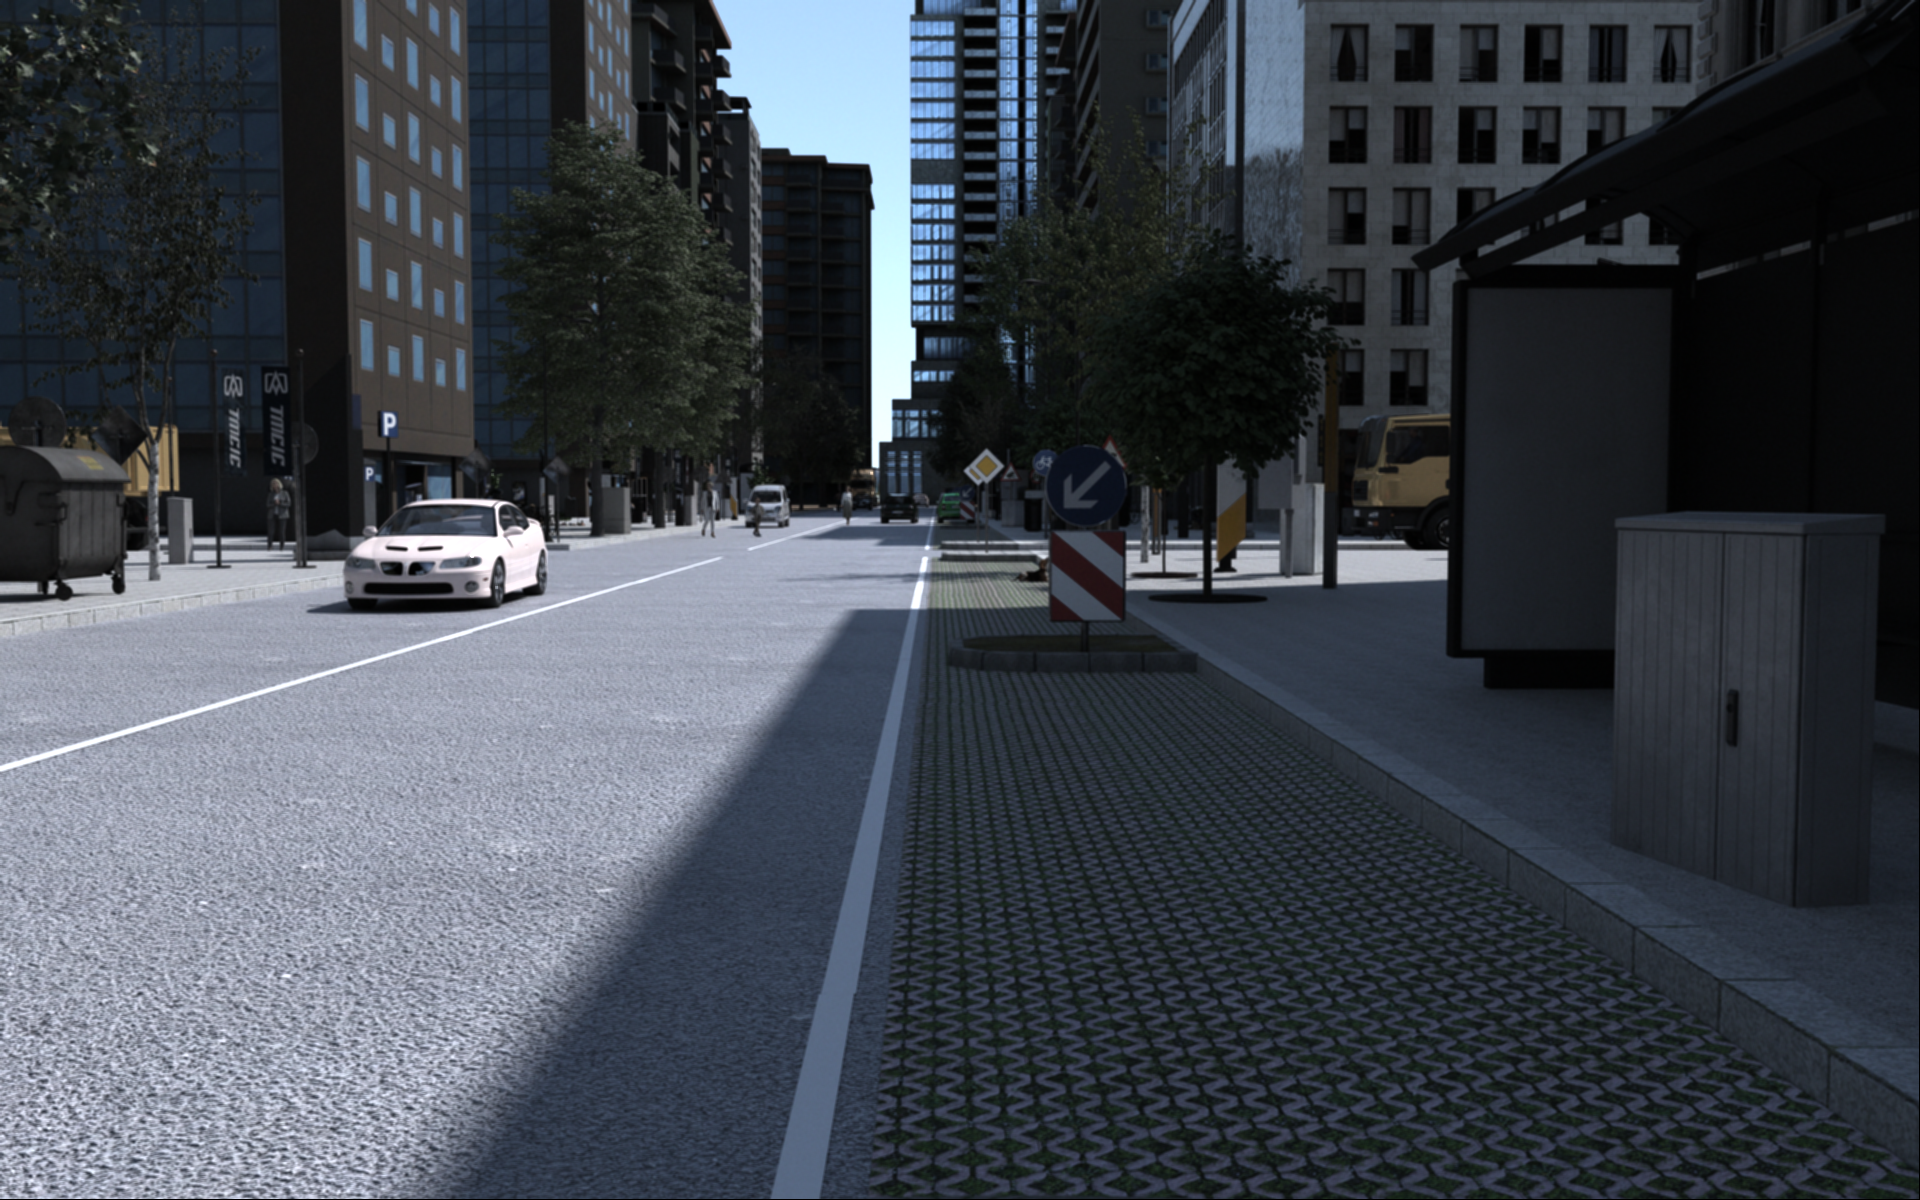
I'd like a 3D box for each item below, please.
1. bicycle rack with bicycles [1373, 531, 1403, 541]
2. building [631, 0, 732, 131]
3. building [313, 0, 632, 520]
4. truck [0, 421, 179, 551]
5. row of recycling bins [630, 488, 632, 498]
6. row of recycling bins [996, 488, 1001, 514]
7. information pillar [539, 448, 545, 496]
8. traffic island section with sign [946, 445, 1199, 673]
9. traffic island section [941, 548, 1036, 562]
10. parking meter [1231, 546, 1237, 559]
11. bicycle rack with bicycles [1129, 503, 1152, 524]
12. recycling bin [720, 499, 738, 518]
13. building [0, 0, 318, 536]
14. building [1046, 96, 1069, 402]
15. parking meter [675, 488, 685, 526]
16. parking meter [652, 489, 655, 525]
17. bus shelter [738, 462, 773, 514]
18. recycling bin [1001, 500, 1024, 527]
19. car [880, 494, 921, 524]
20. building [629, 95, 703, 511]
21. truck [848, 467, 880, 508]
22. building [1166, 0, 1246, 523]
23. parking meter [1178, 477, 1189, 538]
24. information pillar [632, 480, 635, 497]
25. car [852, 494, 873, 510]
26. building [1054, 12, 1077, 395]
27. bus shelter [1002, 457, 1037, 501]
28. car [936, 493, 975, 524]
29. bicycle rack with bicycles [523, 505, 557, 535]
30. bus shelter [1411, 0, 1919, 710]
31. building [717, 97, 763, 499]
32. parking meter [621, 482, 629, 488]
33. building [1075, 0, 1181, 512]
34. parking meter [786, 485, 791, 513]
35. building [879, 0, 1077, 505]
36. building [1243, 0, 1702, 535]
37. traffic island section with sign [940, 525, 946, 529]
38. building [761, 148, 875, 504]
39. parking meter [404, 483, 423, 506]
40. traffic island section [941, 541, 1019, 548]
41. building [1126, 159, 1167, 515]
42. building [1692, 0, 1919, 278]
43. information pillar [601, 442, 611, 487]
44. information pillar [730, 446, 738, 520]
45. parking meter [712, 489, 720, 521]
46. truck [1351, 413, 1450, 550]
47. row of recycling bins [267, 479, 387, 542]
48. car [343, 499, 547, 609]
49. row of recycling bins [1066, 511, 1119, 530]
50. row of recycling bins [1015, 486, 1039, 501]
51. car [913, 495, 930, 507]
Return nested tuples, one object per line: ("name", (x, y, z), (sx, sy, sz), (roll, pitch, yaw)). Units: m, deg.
("bicycle rack with bicycles", (12.707, -2.117, 47.996), (2.925, 0.926, 2.852), (-1, 4, -21))
("building", (-31.553, -30.275, 149.625), (22.147, 44.769, 28.867), (0, 4, -1))
("building", (-26.953, -27.476, 99.342), (14.600, 45.320, 14.200), (0, 4, -1))
("truck", (-24.002, -2.770, 41.217), (9.791, 3.379, 3.469), (0, 4, -1))
("row of recycling bins", (-22.511, -6.438, 112.375), (3.534, 1.692, 1.069), (-3, 4, -37))
("row of recycling bins", (2.922, -6.427, 112.195), (1.069, 1.692, 3.534), (2, 4, 28))
("information pillar", (-21.012, -5.855, 87.083), (0.183, 3.616, 0.504), (-2, 4, -32))
("traffic island section with sign", (0.902, -0.374, 14.747), (1.989, 1.847, 2.006), (0, 4, -1))
("traffic island section", (0.602, -0.946, 37.752), (2.009, 0.180, 2.903), (0, 4, -1))
("parking meter", (5.291, -1.582, 34.276), (0.372, 1.533, 0.369), (0, 3, 0))
("bicycle rack with bicycles", (6.601, -3.698, 73.844), (2.852, 0.926, 2.925), (-2, 4, -34))
("recycling bin", (-12.209, -4.828, 91.497), (0.722, 1.027, 0.722), (-3, 4, -37))
("building", (-25.638, -24.996, 58.792), (14.600, 45.320, 14.200), (0, 4, -1))
("building", (16.004, -30.464, 181.687), (14.154, 41.232, 14.086), (0, 4, -1))
("parking meter", (-11.229, -3.728, 69.371), (0.372, 1.533, 0.369), (0, 3, 0))
("parking meter", (-12.808, -3.950, 73.000), (0.372, 1.533, 0.369), (0, 3, 0))
("bus shelter", (-13.400, -7.266, 112.723), (2.014, 3.302, 5.546), (0, 4, -1))
("recycling bin", (2.106, -3.381, 67.834), (0.722, 1.027, 0.722), (3, 5, 44))
("car", (-2.971, -4.634, 85.555), (2.009, 1.686, 4.222), (0, 4, 1))
("building", (-27.092, -21.780, 127.809), (14.160, 30.474, 14.107), (0, 4, -1))
("truck", (-10.108, -11.946, 184.226), (2.839, 4.237, 11.283), (0, 4, 1))
("building", (16.402, -15.797, 76.297), (12.078, 24.808, 19.932), (0, 4, -1))
("parking meter", (6.530, -2.746, 50.603), (0.255, 1.863, 0.399), (1, 4, 19))
("information pillar", (-16.705, -5.176, 89.115), (0.304, 2.012, 0.304), (-1, 4, -12))
("car", (-8.645, -8.748, 152.821), (2.009, 1.686, 4.222), (0, 4, -1))
("building", (20.045, -30.801, 158.214), (22.147, 44.769, 28.867), (0, 4, -1))
("bus shelter", (3.149, -5.963, 91.415), (2.014, 3.302, 5.546), (0, 4, -1))
("car", (-0.202, -4.662, 85.016), (1.959, 1.807, 4.718), (0, 4, -2))
("bicycle rack with bicycles", (-13.568, -2.465, 53.680), (2.852, 0.926, 2.925), (2, 4, 29))
("bus shelter", (4.045, -0.913, 8.858), (2.014, 3.302, 5.546), (0, 4, -1))
("building", (-27.961, -30.399, 180.625), (14.086, 41.232, 14.154), (0, 4, -1))
("parking meter", (-16.161, -4.751, 83.393), (0.399, 1.863, 0.255), (0, 4, -4))
("building", (20.326, -31.119, 132.497), (21.300, 48.544, 21.600), (0, 4, -1))
("parking meter", (-11.411, -6.681, 114.945), (0.255, 1.863, 0.399), (3, 5, 44))
("building", (5.411, -55.595, 221.655), (31.000, 86.520, 22.319), (0, 4, -1))
("building", (18.934, -12.484, 58.860), (16.860, 20.320, 10.420), (0, 4, -1))
("traffic island section with sign", (0.177, -3.820, 71.078), (1.989, 1.847, 2.006), (0, 4, -1))
("building", (-25.569, -34.702, 222.005), (28.867, 44.769, 22.147), (0, 4, -1))
("parking meter", (-11.943, -1.804, 37.898), (0.372, 1.533, 0.369), (0, 3, 0))
("traffic island section", (0.500, -1.435, 45.737), (2.009, 0.180, 2.903), (0, 4, -1))
("building", (17.374, -17.401, 103.592), (14.460, 24.649, 34.723), (0, 4, -1))
("building", (17.082, -11.632, 19.055), (11.050, 23.489, 19.941), (0, 4, -1))
("information pillar", (-15.020, -5.011, 73.279), (0.504, 3.616, 0.183), (-2, 4, -35))
("information pillar", (-11.165, -5.751, 85.376), (0.183, 3.616, 0.504), (-3, 4, -38))
("parking meter", (-11.821, -4.618, 83.918), (0.372, 1.533, 0.369), (0, 3, 0))
("truck", (13.747, -2.831, 42.214), (9.791, 3.379, 3.469), (0, 3, 0))
("row of recycling bins", (-17.433, -2.482, 47.691), (1.069, 1.692, 3.534), (2, 4, 34))
("car", (-6.782, -0.664, 23.223), (2.083, 1.381, 4.827), (0, 4, -2))
("row of recycling bins", (3.574, -2.439, 46.992), (1.069, 1.692, 3.534), (1, 4, 17))
("row of recycling bins", (4.476, -4.845, 86.325), (3.534, 1.692, 1.069), (0, 4, -7))
("car", (-4.380, -10.894, 190.474), (2.083, 1.381, 4.827), (0, 4, -1))
